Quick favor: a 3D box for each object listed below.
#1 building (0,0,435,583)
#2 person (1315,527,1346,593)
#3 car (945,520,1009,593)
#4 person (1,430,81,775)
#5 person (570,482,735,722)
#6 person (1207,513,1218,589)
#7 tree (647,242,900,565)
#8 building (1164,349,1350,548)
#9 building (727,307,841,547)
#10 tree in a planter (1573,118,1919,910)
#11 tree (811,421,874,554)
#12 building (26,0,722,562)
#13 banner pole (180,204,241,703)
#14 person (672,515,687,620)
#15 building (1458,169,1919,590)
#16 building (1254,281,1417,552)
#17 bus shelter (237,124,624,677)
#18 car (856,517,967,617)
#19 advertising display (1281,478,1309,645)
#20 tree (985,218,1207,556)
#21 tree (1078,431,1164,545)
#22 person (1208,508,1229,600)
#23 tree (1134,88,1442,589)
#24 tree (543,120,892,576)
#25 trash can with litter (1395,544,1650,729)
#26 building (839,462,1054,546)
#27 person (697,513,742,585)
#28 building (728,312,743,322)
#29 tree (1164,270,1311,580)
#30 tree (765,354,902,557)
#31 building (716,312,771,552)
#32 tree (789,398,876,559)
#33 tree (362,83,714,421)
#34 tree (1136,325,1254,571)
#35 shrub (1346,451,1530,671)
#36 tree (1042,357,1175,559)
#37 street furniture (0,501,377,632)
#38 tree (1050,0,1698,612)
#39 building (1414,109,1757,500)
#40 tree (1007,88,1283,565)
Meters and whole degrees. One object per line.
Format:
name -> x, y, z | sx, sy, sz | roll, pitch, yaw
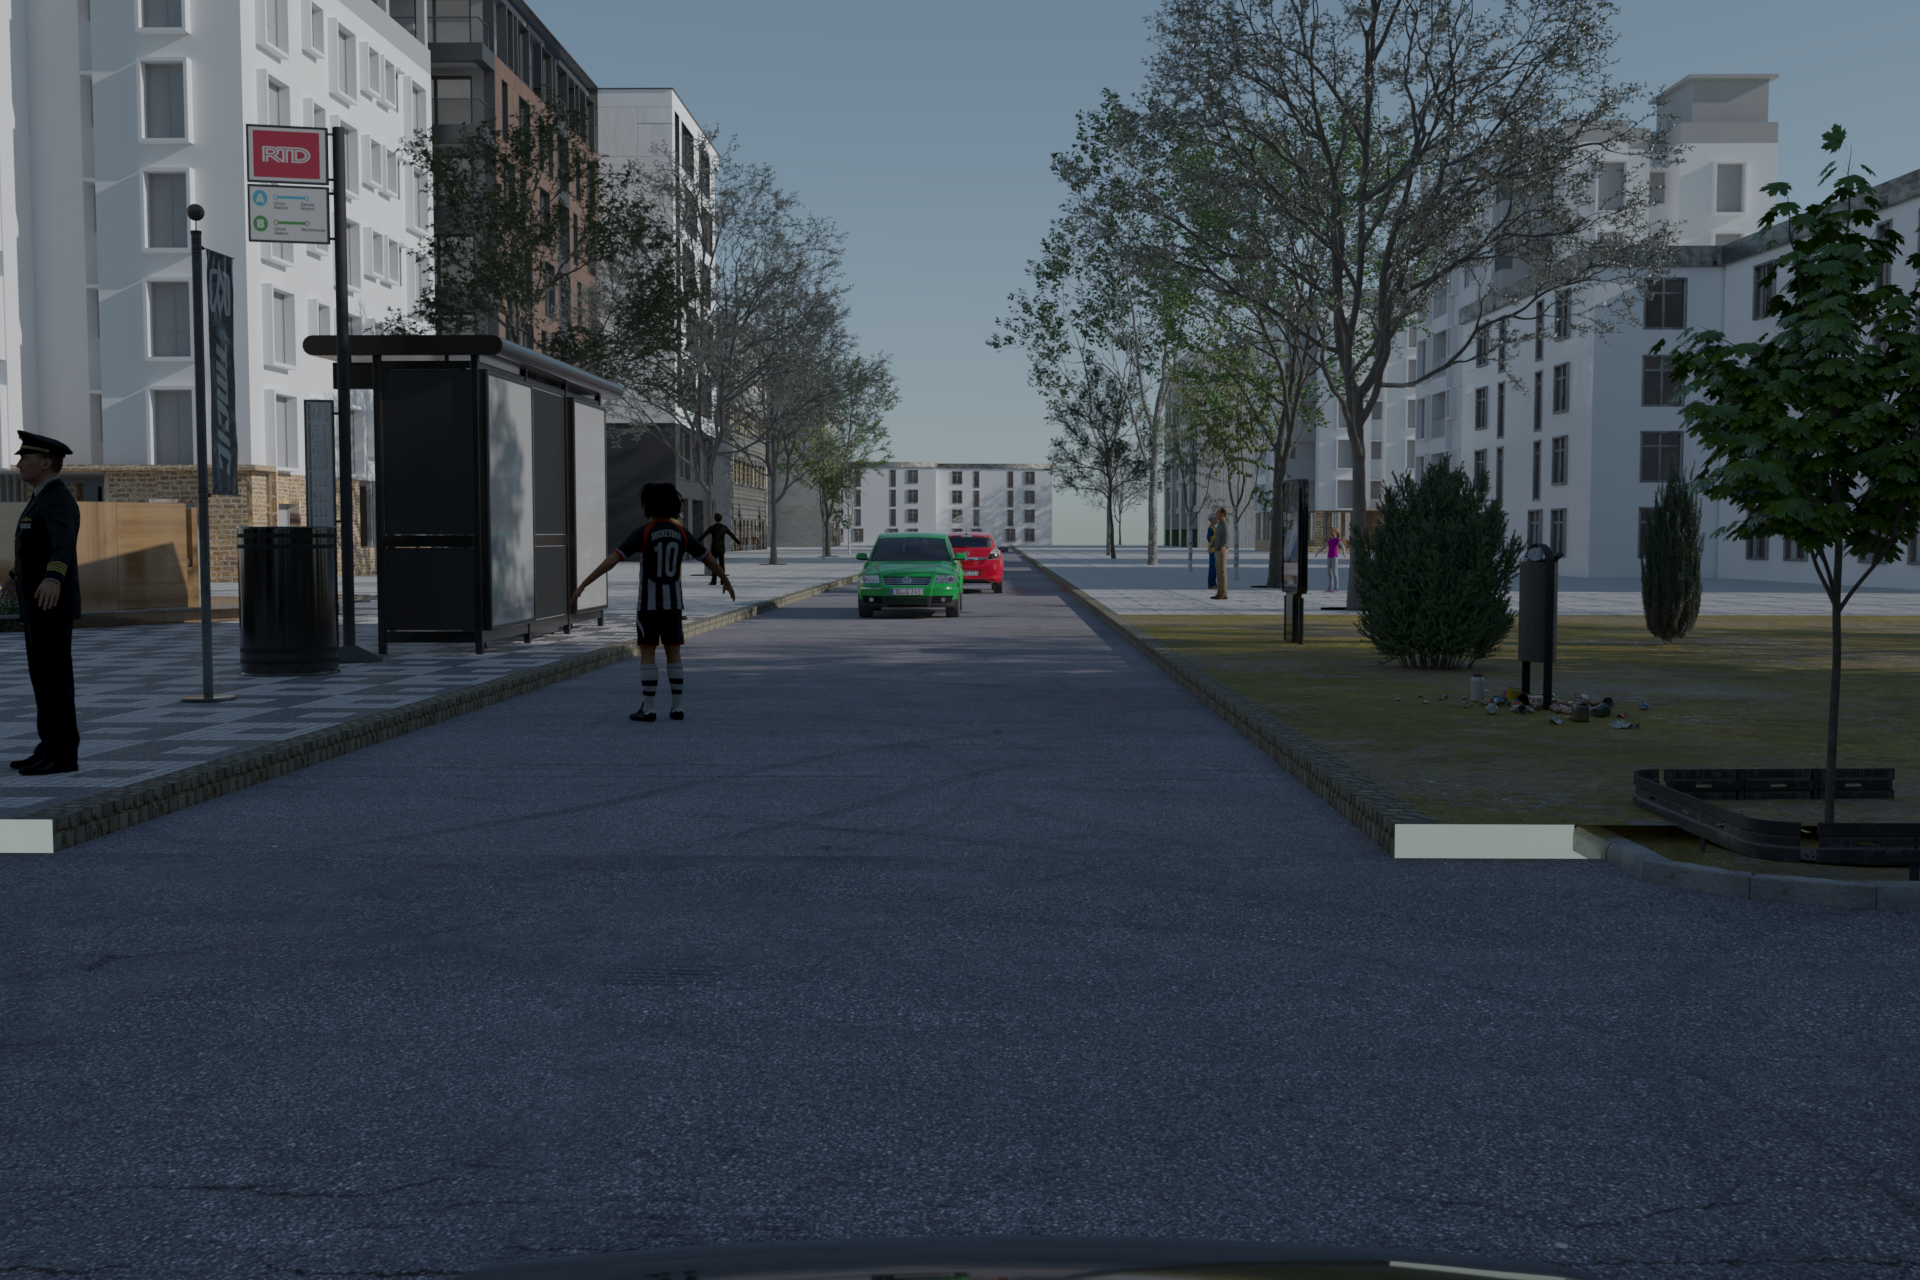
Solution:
building -> -23.460, -11.666, 47.153 | 16.016, 20.090, 11.380 | 0, 4, 2
person -> 8.093, -1.745, 37.798 | 0.599, 1.433, 0.991 | -2, 4, -28
car -> 0.152, -2.094, 43.270 | 2.155, 1.783, 4.494 | 0, 4, 0
person -> -4.959, -0.209, 9.358 | 0.705, 1.837, 1.347 | -3, 4, -36
person -> -2.313, -0.288, 13.305 | 1.345, 1.843, 0.704 | -2, 4, -32
person -> 6.018, -2.086, 40.578 | 0.721, 1.772, 1.216 | 2, 4, 23
tree -> -7.654, -9.886, 72.005 | 12.009, 13.543, 11.850 | 0, 3, 0
building -> 30.525, -18.828, 174.303 | 16.747, 18.905, 31.486 | 0, 4, 1
building -> -22.343, -21.188, 177.358 | 19.493, 23.208, 18.063 | 0, 4, 1
tree in a planter -> 3.816, -0.628, 7.498 | 1.991, 3.239, 1.994 | 0, 4, 1
tree -> -6.906, -9.836, 111.179 | 4.360, 8.622, 3.978 | 0, 3, 0
building -> -27.085, -14.294, 77.687 | 27.936, 21.610, 32.646 | 0, 4, 1
banner pole -> -5.791, -1.434, 13.471 | 0.401, 3.779, 0.863 | 0, 4, 1
person -> -4.286, -1.226, 25.809 | 0.705, 1.858, 1.354 | -3, 5, -43
building -> 22.924, -6.636, 50.652 | 9.099, 9.664, 28.070 | 0, 4, 1
building -> 28.231, -17.011, 134.544 | 16.016, 20.090, 11.380 | 0, 4, 2
bus shelter -> -5.843, -2.575, 19.734 | 2.179, 5.291, 8.768 | 0, 4, 1
car -> -0.852, -1.368, 31.169 | 1.959, 1.807, 4.718 | 0, 4, 1
advertising display -> 3.951, -0.933, 20.466 | 0.123, 1.923, 0.974 | 0, 4, -1
tree -> 8.179, -15.183, 104.130 | 12.611, 20.169, 13.585 | 0, 3, 0
tree -> 18.338, -17.687, 199.558 | 12.009, 13.543, 11.850 | 0, 3, 0
person -> 5.102, -1.696, 34.002 | 0.705, 1.796, 1.348 | 0, 4, -3
tree -> 7.673, -7.042, 40.886 | 9.928, 11.665, 9.643 | 0, 3, 0
tree -> -7.707, -8.688, 52.423 | 12.009, 13.543, 11.850 | 0, 3, 0
trash can with litter -> 4.173, -0.085, 12.453 | 1.678, 1.210, 2.233 | 0, 4, 1
building -> -3.086, -15.783, 202.653 | 28.070, 9.664, 9.099 | 0, 4, -5
person -> -6.076, -2.276, 43.391 | 1.347, 1.806, 0.705 | -2, 4, -29
building -> -23.758, -17.890, 148.920 | 16.016, 20.090, 11.380 | 0, 4, 0
tree -> 7.682, -5.966, 47.899 | 4.737, 8.622, 4.395 | 0, 3, 0
tree -> -7.328, -10.498, 97.405 | 9.928, 11.665, 9.643 | 0, 3, 0
building -> -25.495, -18.547, 134.165 | 19.493, 23.208, 18.063 | 0, 4, 1
tree -> -6.756, -8.430, 88.196 | 4.737, 8.622, 4.395 | 0, 3, 0
tree -> -8.494, -6.161, 35.139 | 8.767, 10.594, 7.601 | 2, 4, 29
tree -> 7.921, -6.674, 59.478 | 4.360, 8.622, 3.978 | 0, 3, 0
shrub -> 4.544, -0.762, 16.508 | 1.661, 2.075, 1.752 | 0, 3, 0
tree -> 7.710, -9.547, 90.510 | 7.601, 10.594, 8.767 | 1, 4, 9
street furniture -> -15.073, -1.200, 26.478 | 9.812, 1.723, 11.010 | 2, 4, 27
tree -> 6.635, -7.228, 28.552 | 12.009, 13.543, 11.850 | 0, 3, 0
building -> 27.519, -13.898, 83.648 | 16.016, 20.090, 11.380 | 0, 4, 2
tree -> 8.167, -13.261, 72.702 | 12.611, 20.169, 13.585 | 0, 3, 0
